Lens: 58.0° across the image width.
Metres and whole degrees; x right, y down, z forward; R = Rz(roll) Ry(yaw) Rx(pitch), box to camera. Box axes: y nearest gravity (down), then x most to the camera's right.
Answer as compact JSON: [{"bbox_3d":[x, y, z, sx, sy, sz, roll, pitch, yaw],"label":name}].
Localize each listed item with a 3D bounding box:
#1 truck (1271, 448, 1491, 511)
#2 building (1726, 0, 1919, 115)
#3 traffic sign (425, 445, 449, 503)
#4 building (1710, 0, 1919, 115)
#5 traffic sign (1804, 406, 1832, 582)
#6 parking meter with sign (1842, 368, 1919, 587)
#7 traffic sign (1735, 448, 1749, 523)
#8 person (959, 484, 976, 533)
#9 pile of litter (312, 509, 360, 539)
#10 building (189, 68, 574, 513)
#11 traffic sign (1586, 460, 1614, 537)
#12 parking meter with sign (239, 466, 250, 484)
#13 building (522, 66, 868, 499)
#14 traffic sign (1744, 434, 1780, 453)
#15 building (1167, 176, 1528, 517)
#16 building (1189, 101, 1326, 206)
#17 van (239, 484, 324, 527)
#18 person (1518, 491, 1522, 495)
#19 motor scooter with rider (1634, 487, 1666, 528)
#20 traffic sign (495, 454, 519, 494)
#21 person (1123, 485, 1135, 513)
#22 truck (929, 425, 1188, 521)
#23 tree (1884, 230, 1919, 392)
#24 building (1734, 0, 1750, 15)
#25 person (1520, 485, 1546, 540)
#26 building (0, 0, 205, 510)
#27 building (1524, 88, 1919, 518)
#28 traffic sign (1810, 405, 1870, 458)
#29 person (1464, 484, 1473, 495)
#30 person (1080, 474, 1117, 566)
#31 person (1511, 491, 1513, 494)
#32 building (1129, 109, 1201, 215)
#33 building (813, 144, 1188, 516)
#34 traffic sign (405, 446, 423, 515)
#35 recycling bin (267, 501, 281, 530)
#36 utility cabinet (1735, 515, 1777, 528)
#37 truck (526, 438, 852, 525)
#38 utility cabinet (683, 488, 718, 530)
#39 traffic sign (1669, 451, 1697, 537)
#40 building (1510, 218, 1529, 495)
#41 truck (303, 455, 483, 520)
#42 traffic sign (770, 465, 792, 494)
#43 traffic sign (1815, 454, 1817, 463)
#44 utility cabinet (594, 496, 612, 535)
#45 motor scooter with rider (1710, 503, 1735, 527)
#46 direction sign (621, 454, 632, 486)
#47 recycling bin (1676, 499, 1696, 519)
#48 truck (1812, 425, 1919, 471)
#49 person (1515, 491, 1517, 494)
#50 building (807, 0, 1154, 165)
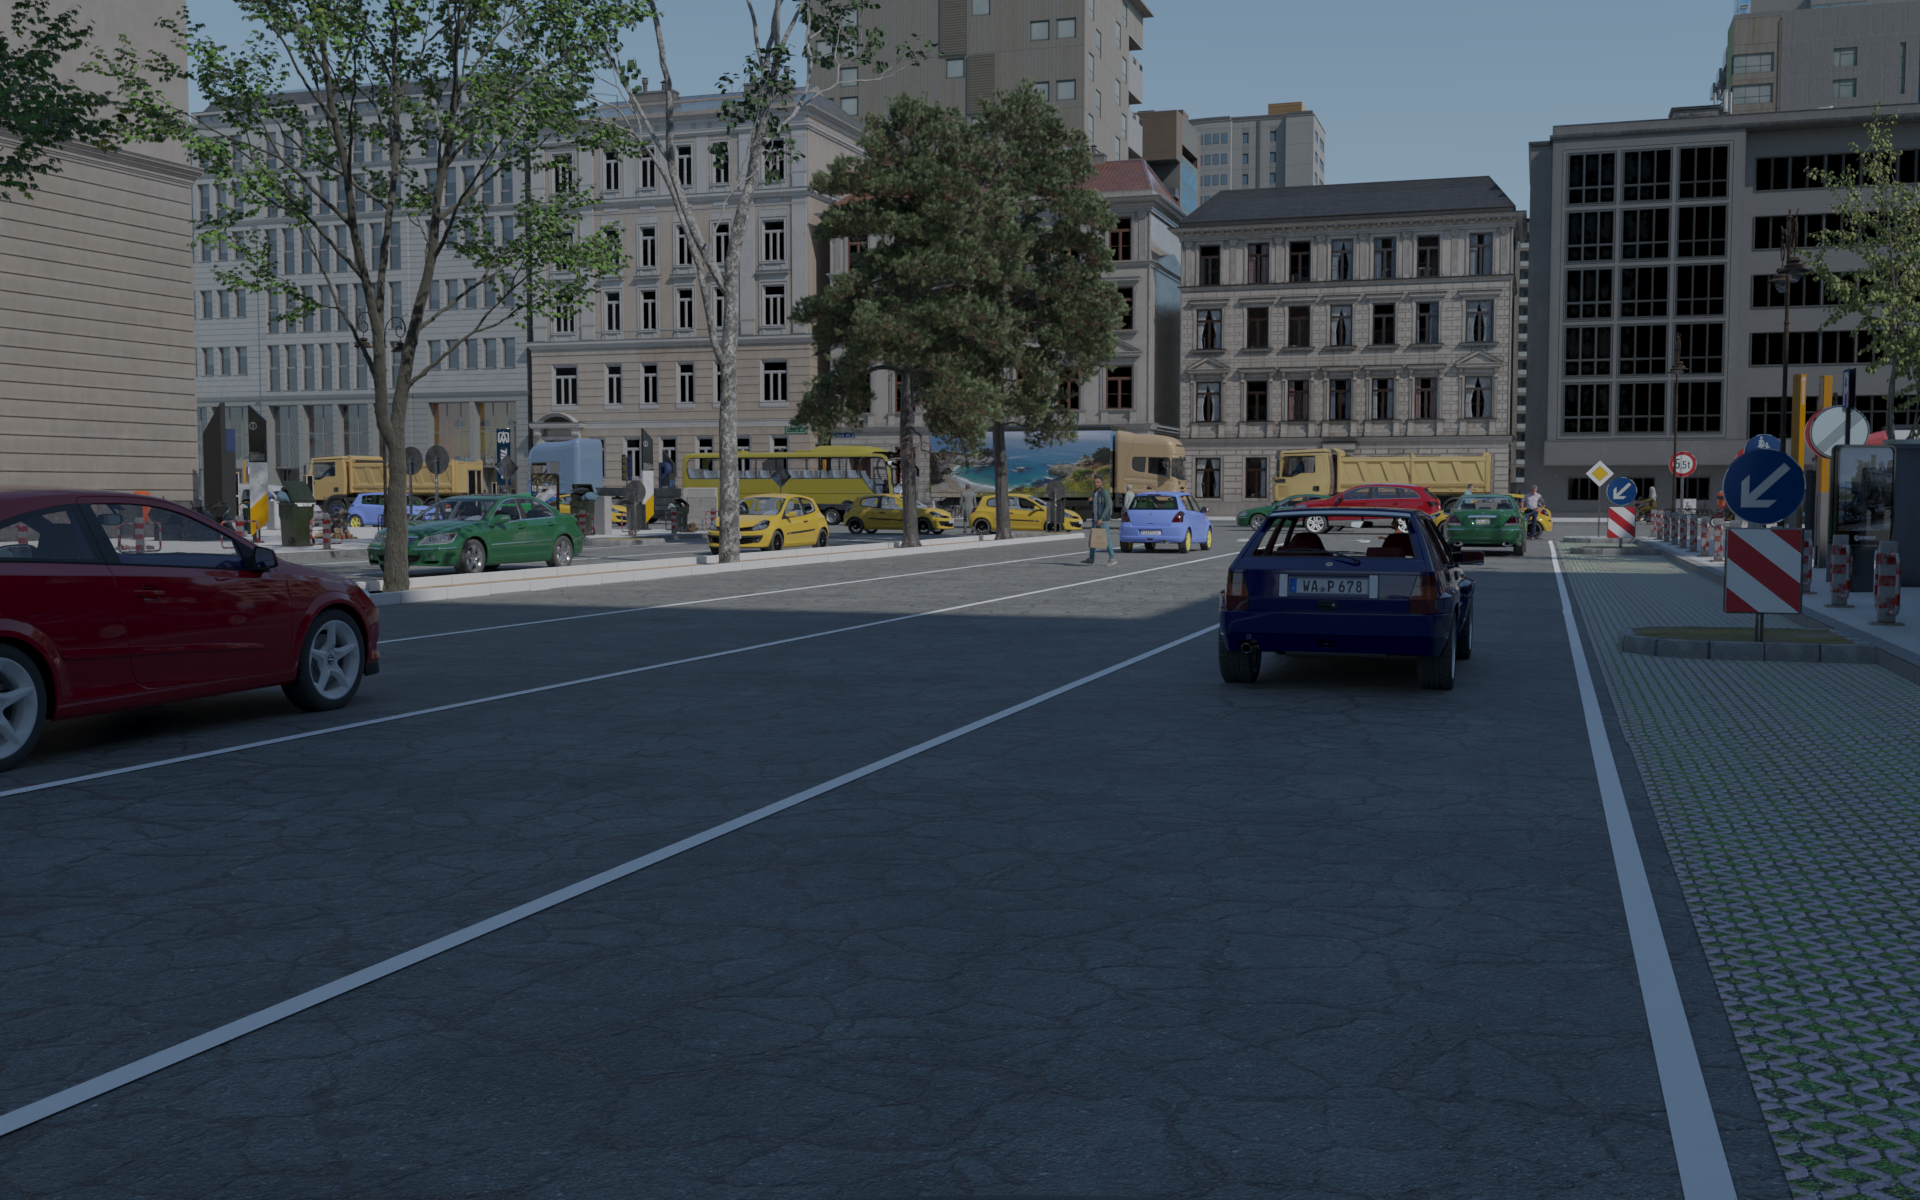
[{"bbox_3d":[17.368,-4.743,73.476,9.791,3.379,3.469,1,4,17],"label":"truck"},{"bbox_3d":[73.174,-28.494,149.478,14.154,41.232,14.086,1,4,18],"label":"building"},{"bbox_3d":[-13.608,-2.748,45.035,0.768,2.556,0.104,1,4,23],"label":"traffic sign"},{"bbox_3d":[85.420,-33.593,168.855,23.786,49.044,30.456,1,4,18],"label":"building"},{"bbox_3d":[12.672,-1.534,25.180,0.768,2.556,0.104,2,4,24],"label":"traffic sign"},{"bbox_3d":[13.163,-1.692,23.926,1.738,3.016,0.543,1,4,19],"label":"parking meter with sign"},{"bbox_3d":[20.998,-2.808,46.025,0.768,2.556,0.104,2,4,25],"label":"traffic sign"},{"bbox_3d":[0.316,-3.373,63.745,0.694,1.812,0.767,-1,4,-10],"label":"person"},{"bbox_3d":[-17.933,-2.182,49.638,1.176,0.858,1.719,-3,5,-41],"label":"pile of litter"},{"bbox_3d":[-40.108,-20.994,120.742,29.804,29.767,11.434,1,4,18],"label":"building"},{"bbox_3d":[18.947,-2.917,51.335,0.795,2.450,0.064,1,4,18],"label":"traffic sign"},{"bbox_3d":[-44.021,-6.747,106.568,0.543,3.016,1.738,0,4,8],"label":"parking meter with sign"},{"bbox_3d":[-16.299,-20.023,113.281,20.117,28.700,13.634,1,4,18],"label":"building"},{"bbox_3d":[17.079,-2.248,36.861,0.768,2.556,0.104,2,4,27],"label":"traffic sign"},{"bbox_3d":[22.474,-14.395,99.990,19.286,19.102,10.561,1,4,18],"label":"building"},{"bbox_3d":[41.167,-44.293,266.197,28.212,58.520,21.231,1,4,18],"label":"building"},{"bbox_3d":[-28.182,-3.925,71.182,4.112,2.044,2.013,1,4,17],"label":"van"},{"bbox_3d":[61.949,-11.204,191.702,1.348,1.821,0.705,-1,4,-15],"label":"person"},{"bbox_3d":[28.793,-3.905,72.807,1.986,1.779,0.876,1,4,19],"label":"motor scooter with rider"},{"bbox_3d":[-13.184,-3.009,50.380,0.795,2.450,0.064,1,4,19],"label":"traffic sign"},{"bbox_3d":[6.098,-3.224,61.706,0.515,1.767,0.782,2,4,34],"label":"person"},{"bbox_3d":[4.390,-5.085,72.053,11.283,4.237,2.839,1,4,18],"label":"truck"},{"bbox_3d":[25.237,-5.681,43.248,4.360,8.622,3.978,0,3,0],"label":"tree"},{"bbox_3d":[119.424,-56.701,239.732,31.000,86.520,22.319,1,4,18],"label":"building"},{"bbox_3d":[17.795,-2.718,53.870,0.756,1.711,0.436,2,4,29],"label":"person"},{"bbox_3d":[-36.529,-15.510,50.860,25.104,27.353,12.463,1,4,18],"label":"building"},{"bbox_3d":[46.572,-16.821,94.086,30.058,24.678,14.314,1,4,18],"label":"building"},{"bbox_3d":[12.637,-1.519,24.939,0.768,2.556,0.104,2,4,27],"label":"traffic sign"},{"bbox_3d":[19.935,-3.647,67.989,0.638,1.841,0.748,-2,4,-33],"label":"person"},{"bbox_3d":[2.786,-1.585,34.403,0.713,1.824,0.794,-1,4,-12],"label":"person"},{"bbox_3d":[59.114,-10.778,185.508,1.217,1.735,0.721,2,4,30],"label":"person"},{"bbox_3d":[19.304,-33.636,200.058,14.200,45.320,14.600,1,4,18],"label":"building"},{"bbox_3d":[3.068,-16.525,106.333,21.152,22.565,11.583,1,4,18],"label":"building"},{"bbox_3d":[-14.706,-2.830,46.375,0.768,2.556,0.104,1,4,21],"label":"traffic sign"},{"bbox_3d":[-24.323,-3.022,61.965,0.722,1.027,0.722,3,5,44],"label":"recycling bin"},{"bbox_3d":[22.817,-2.504,49.623,1.173,1.500,0.318,-1,4,-14],"label":"utility cabinet"},{"bbox_3d":[-12.582,-5.669,82.450,18.799,4.110,2.967,1,4,19],"label":"truck"},{"bbox_3d":[-9.046,-3.161,60.358,1.173,1.500,0.318,1,4,14],"label":"utility cabinet"},{"bbox_3d":[21.456,-3.142,51.470,0.768,2.556,0.104,2,4,25],"label":"traffic sign"},{"bbox_3d":[83.260,-34.553,248.536,14.086,41.232,14.154,1,4,18],"label":"building"},{"bbox_3d":[-29.003,-5.610,87.654,9.791,3.379,3.469,1,4,18],"label":"truck"},{"bbox_3d":[-6.180,-3.430,59.721,0.795,2.450,0.064,1,4,18],"label":"traffic sign"},{"bbox_3d":[20.062,-2.431,39.852,0.768,2.556,0.104,2,4,24],"label":"traffic sign"},{"bbox_3d":[-11.401,-2.663,54.703,1.020,1.237,0.306,3,5,44],"label":"utility cabinet"},{"bbox_3d":[33.087,-3.972,73.910,1.986,1.779,0.876,1,4,18],"label":"motor scooter with rider"},{"bbox_3d":[-19.041,-6.545,99.010,0.876,3.537,0.379,3,5,39],"label":"direction sign"},{"bbox_3d":[37.034,-4.637,88.369,0.722,1.027,0.722,0,4,-7],"label":"recycling bin"},{"bbox_3d":[40.210,-4.993,70.541,11.283,4.237,2.839,1,4,18],"label":"truck"},{"bbox_3d":[70.250,-12.844,218.636,0.705,1.807,1.348,0,4,-8],"label":"person"},{"bbox_3d":[2.456,-35.581,170.985,28.713,52.752,27.495,1,4,18],"label":"building"}]
